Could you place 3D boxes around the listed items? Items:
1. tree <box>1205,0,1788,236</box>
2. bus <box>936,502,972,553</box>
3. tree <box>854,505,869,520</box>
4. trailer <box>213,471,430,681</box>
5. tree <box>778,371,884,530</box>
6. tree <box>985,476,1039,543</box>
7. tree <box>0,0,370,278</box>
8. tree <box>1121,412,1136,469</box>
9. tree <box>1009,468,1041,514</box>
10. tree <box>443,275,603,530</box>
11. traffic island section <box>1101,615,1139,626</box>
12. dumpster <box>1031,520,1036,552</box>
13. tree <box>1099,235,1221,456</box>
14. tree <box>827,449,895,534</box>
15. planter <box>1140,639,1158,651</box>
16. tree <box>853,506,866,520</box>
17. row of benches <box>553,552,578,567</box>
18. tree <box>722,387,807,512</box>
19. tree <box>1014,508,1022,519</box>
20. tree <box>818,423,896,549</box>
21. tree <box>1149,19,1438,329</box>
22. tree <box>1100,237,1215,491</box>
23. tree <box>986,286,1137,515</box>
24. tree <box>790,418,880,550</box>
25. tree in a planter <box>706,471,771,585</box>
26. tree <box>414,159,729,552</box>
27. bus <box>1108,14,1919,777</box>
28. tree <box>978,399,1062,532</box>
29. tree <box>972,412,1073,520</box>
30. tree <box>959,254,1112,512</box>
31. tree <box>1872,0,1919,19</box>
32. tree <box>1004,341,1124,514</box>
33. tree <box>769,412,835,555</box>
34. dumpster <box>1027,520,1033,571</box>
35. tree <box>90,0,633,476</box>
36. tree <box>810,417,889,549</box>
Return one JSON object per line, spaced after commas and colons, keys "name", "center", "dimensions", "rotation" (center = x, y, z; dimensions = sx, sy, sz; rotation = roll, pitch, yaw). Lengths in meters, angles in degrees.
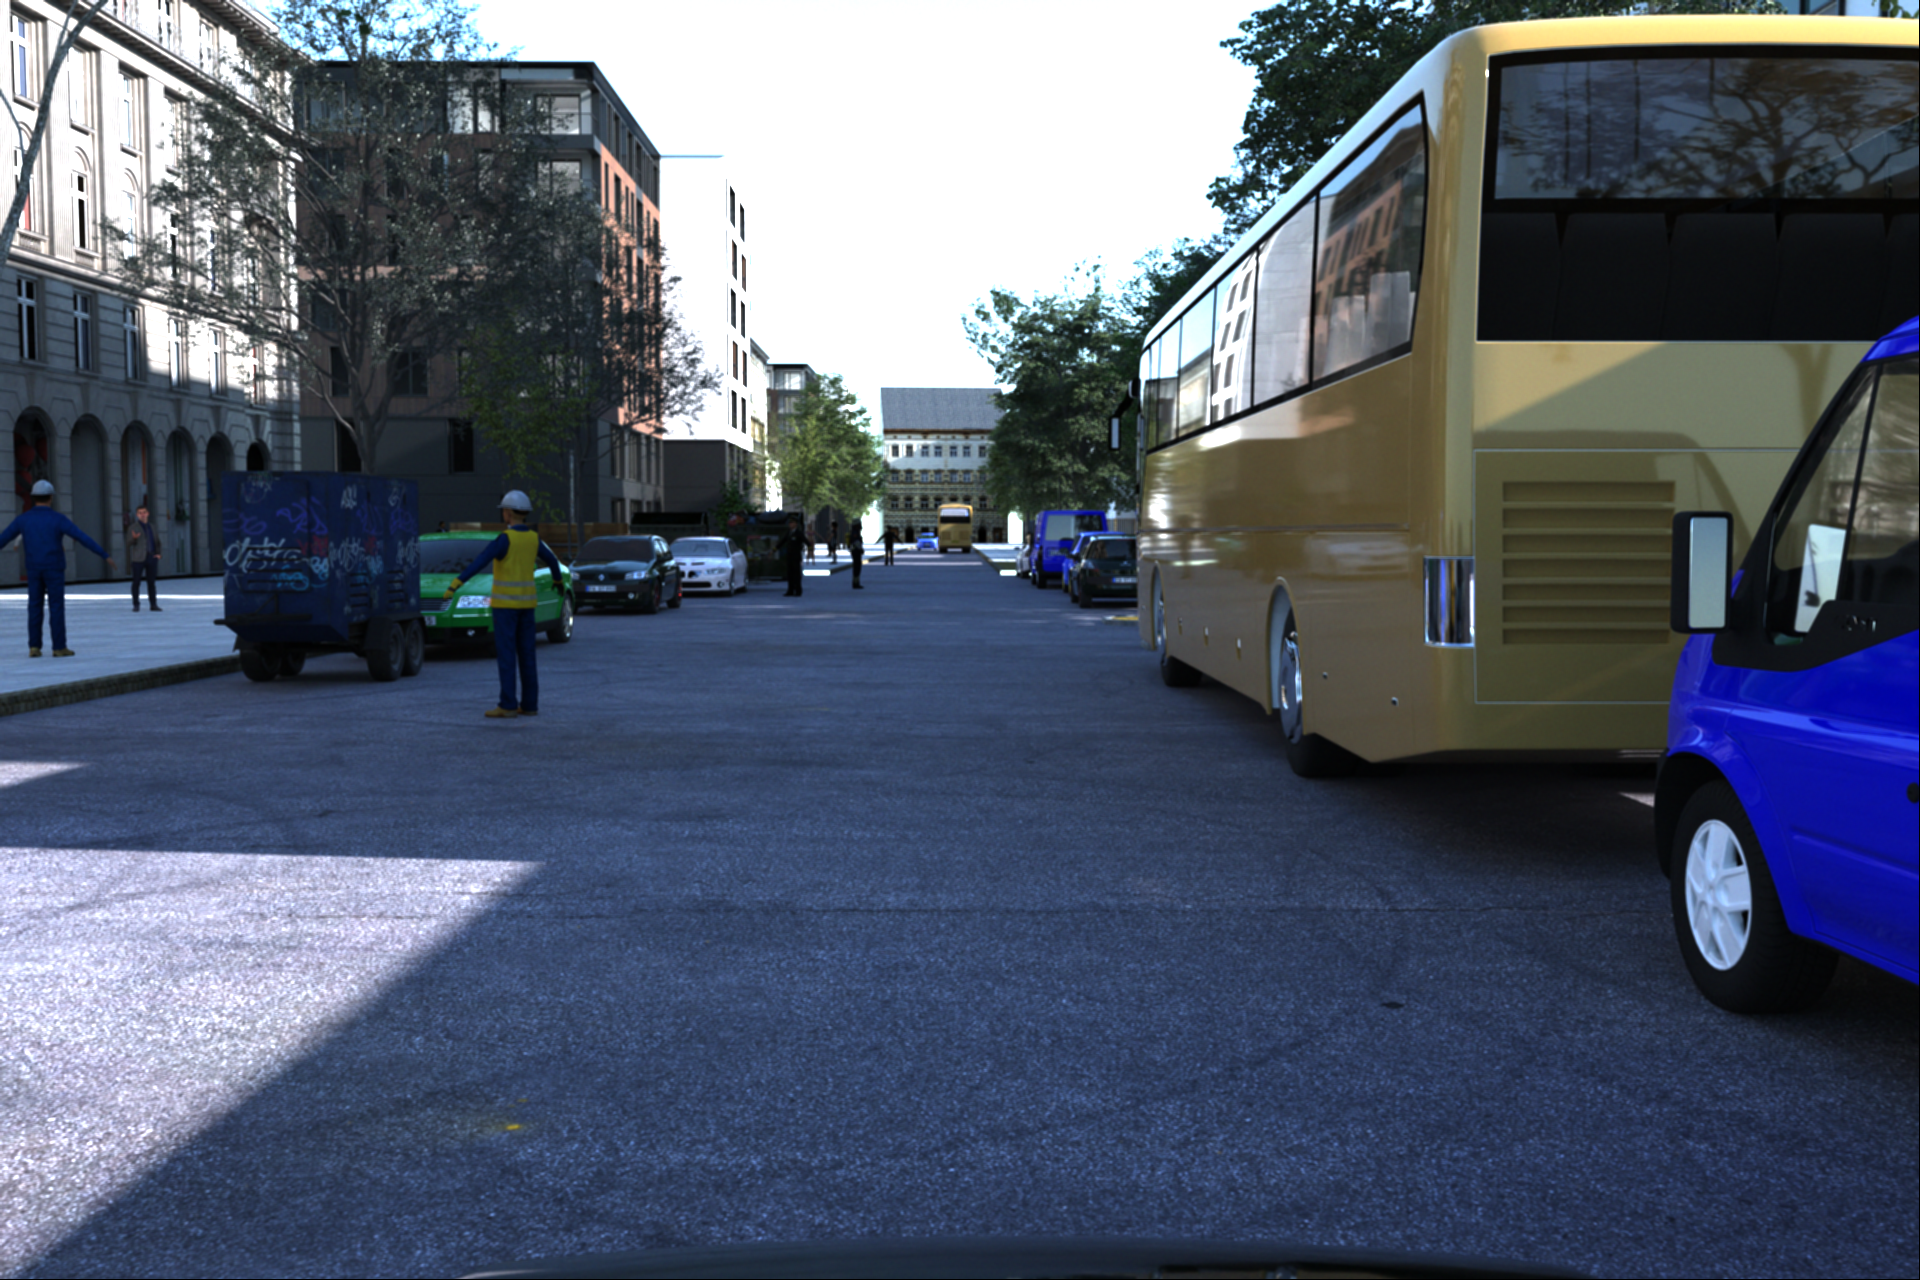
{"name": "tree", "center": [8.785, -7.470, 28.782], "dimensions": [9.857, 13.997, 8.962], "rotation": [0, 3, 0]}
{"name": "bus", "center": [-0.432, -8.668, 133.275], "dimensions": [2.896, 3.916, 12.252], "rotation": [0, 4, -1]}
{"name": "tree", "center": [-14.543, -18.841, 258.411], "dimensions": [4.360, 8.622, 3.978], "rotation": [0, 3, 0]}
{"name": "trailer", "center": [-6.198, -0.574, 16.431], "dimensions": [1.471, 1.999, 3.904], "rotation": [0, 3, 0]}
{"name": "tree", "center": [-9.340, -12.394, 120.765], "dimensions": [7.486, 12.596, 7.792], "rotation": [0, 3, 0]}
{"name": "tree", "center": [6.274, -15.264, 167.686], "dimensions": [7.486, 12.596, 7.792], "rotation": [0, 3, 0]}
{"name": "tree", "center": [-11.522, -9.995, 19.302], "dimensions": [12.611, 20.169, 13.585], "rotation": [0, 3, 0]}
{"name": "tree", "center": [8.439, -7.159, 67.415], "dimensions": [4.737, 8.622, 4.395], "rotation": [0, 3, 0]}
{"name": "tree", "center": [6.270, -10.855, 127.837], "dimensions": [4.360, 8.622, 3.978], "rotation": [0, 3, 0]}
{"name": "tree", "center": [-12.548, -6.021, 48.809], "dimensions": [4.737, 8.622, 4.395], "rotation": [0, 3, 0]}
{"name": "traffic island section", "center": [3.294, -0.303, 27.828], "dimensions": [1.991, 0.108, 1.994], "rotation": [0, 4, 0]}
{"name": "dumpster", "center": [3.066, -2.658, 51.669], "dimensions": [1.865, 1.857, 1.264], "rotation": [0, 3, 0]}
{"name": "tree", "center": [8.646, -8.193, 59.705], "dimensions": [9.928, 11.665, 9.643], "rotation": [0, 3, 0]}
{"name": "tree", "center": [-9.796, -14.061, 164.313], "dimensions": [7.601, 10.594, 8.767], "rotation": [-1, 4, -16]}
{"name": "planter", "center": [3.302, -0.039, 21.780], "dimensions": [1.991, 0.319, 1.994], "rotation": [0, 4, 0]}
{"name": "tree", "center": [-14.513, -18.574, 254.052], "dimensions": [4.360, 8.622, 3.978], "rotation": [0, 3, 0]}
{"name": "row of benches", "center": [-15.009, -2.849, 62.042], "dimensions": [4.104, 0.672, 1.422], "rotation": [1, 4, 18]}
{"name": "tree", "center": [-9.176, -8.318, 86.359], "dimensions": [4.360, 8.622, 3.978], "rotation": [0, 3, 0]}
{"name": "tree", "center": [11.053, -19.411, 251.787], "dimensions": [7.601, 10.594, 8.767], "rotation": [0, 4, 2]}
{"name": "tree", "center": [-9.759, -12.913, 145.545], "dimensions": [8.767, 10.594, 7.601], "rotation": [-1, 4, -10]}
{"name": "tree", "center": [9.594, -7.972, 40.715], "dimensions": [12.009, 13.543, 11.850], "rotation": [0, 3, 0]}
{"name": "tree", "center": [11.011, -10.339, 75.698], "dimensions": [9.857, 13.997, 8.962], "rotation": [0, 3, 0]}
{"name": "tree", "center": [6.027, -11.110, 88.298], "dimensions": [9.857, 13.997, 8.962], "rotation": [0, 3, 0]}
{"name": "tree", "center": [-9.870, -12.348, 136.300], "dimensions": [7.601, 10.594, 8.767], "rotation": [0, 4, -4]}
{"name": "tree in a planter", "center": [-6.429, -3.185, 49.301], "dimensions": [1.991, 3.239, 1.994], "rotation": [0, 4, 0]}
{"name": "tree", "center": [-12.854, -9.021, 57.869], "dimensions": [12.009, 13.543, 11.850], "rotation": [0, 3, 0]}
{"name": "bus", "center": [3.126, -1.314, 13.029], "dimensions": [2.896, 3.916, 12.252], "rotation": [0, 4, 0]}
{"name": "tree", "center": [5.169, -13.628, 140.951], "dimensions": [7.486, 12.596, 7.792], "rotation": [0, 3, 0]}
{"name": "tree", "center": [6.497, -14.884, 153.719], "dimensions": [12.009, 13.543, 11.850], "rotation": [0, 3, 0]}
{"name": "tree", "center": [6.976, -15.954, 116.734], "dimensions": [12.611, 20.169, 13.585], "rotation": [0, 3, 0]}
{"name": "tree", "center": [8.904, -3.859, 13.452], "dimensions": [4.737, 8.622, 4.395], "rotation": [0, 3, 0]}
{"name": "tree", "center": [5.930, -11.266, 102.327], "dimensions": [7.486, 12.596, 7.792], "rotation": [0, 3, 0]}
{"name": "tree", "center": [-9.473, -9.435, 104.629], "dimensions": [4.737, 8.622, 4.395], "rotation": [0, 3, 0]}
{"name": "dumpster", "center": [3.024, -2.790, 53.837], "dimensions": [1.865, 1.857, 1.264], "rotation": [0, 4, 0]}
{"name": "tree", "center": [-12.251, -7.670, 35.770], "dimensions": [12.009, 13.543, 11.850], "rotation": [0, 3, 0]}
{"name": "tree", "center": [-9.951, -13.939, 153.658], "dimensions": [9.928, 11.665, 9.643], "rotation": [0, 3, 0]}
